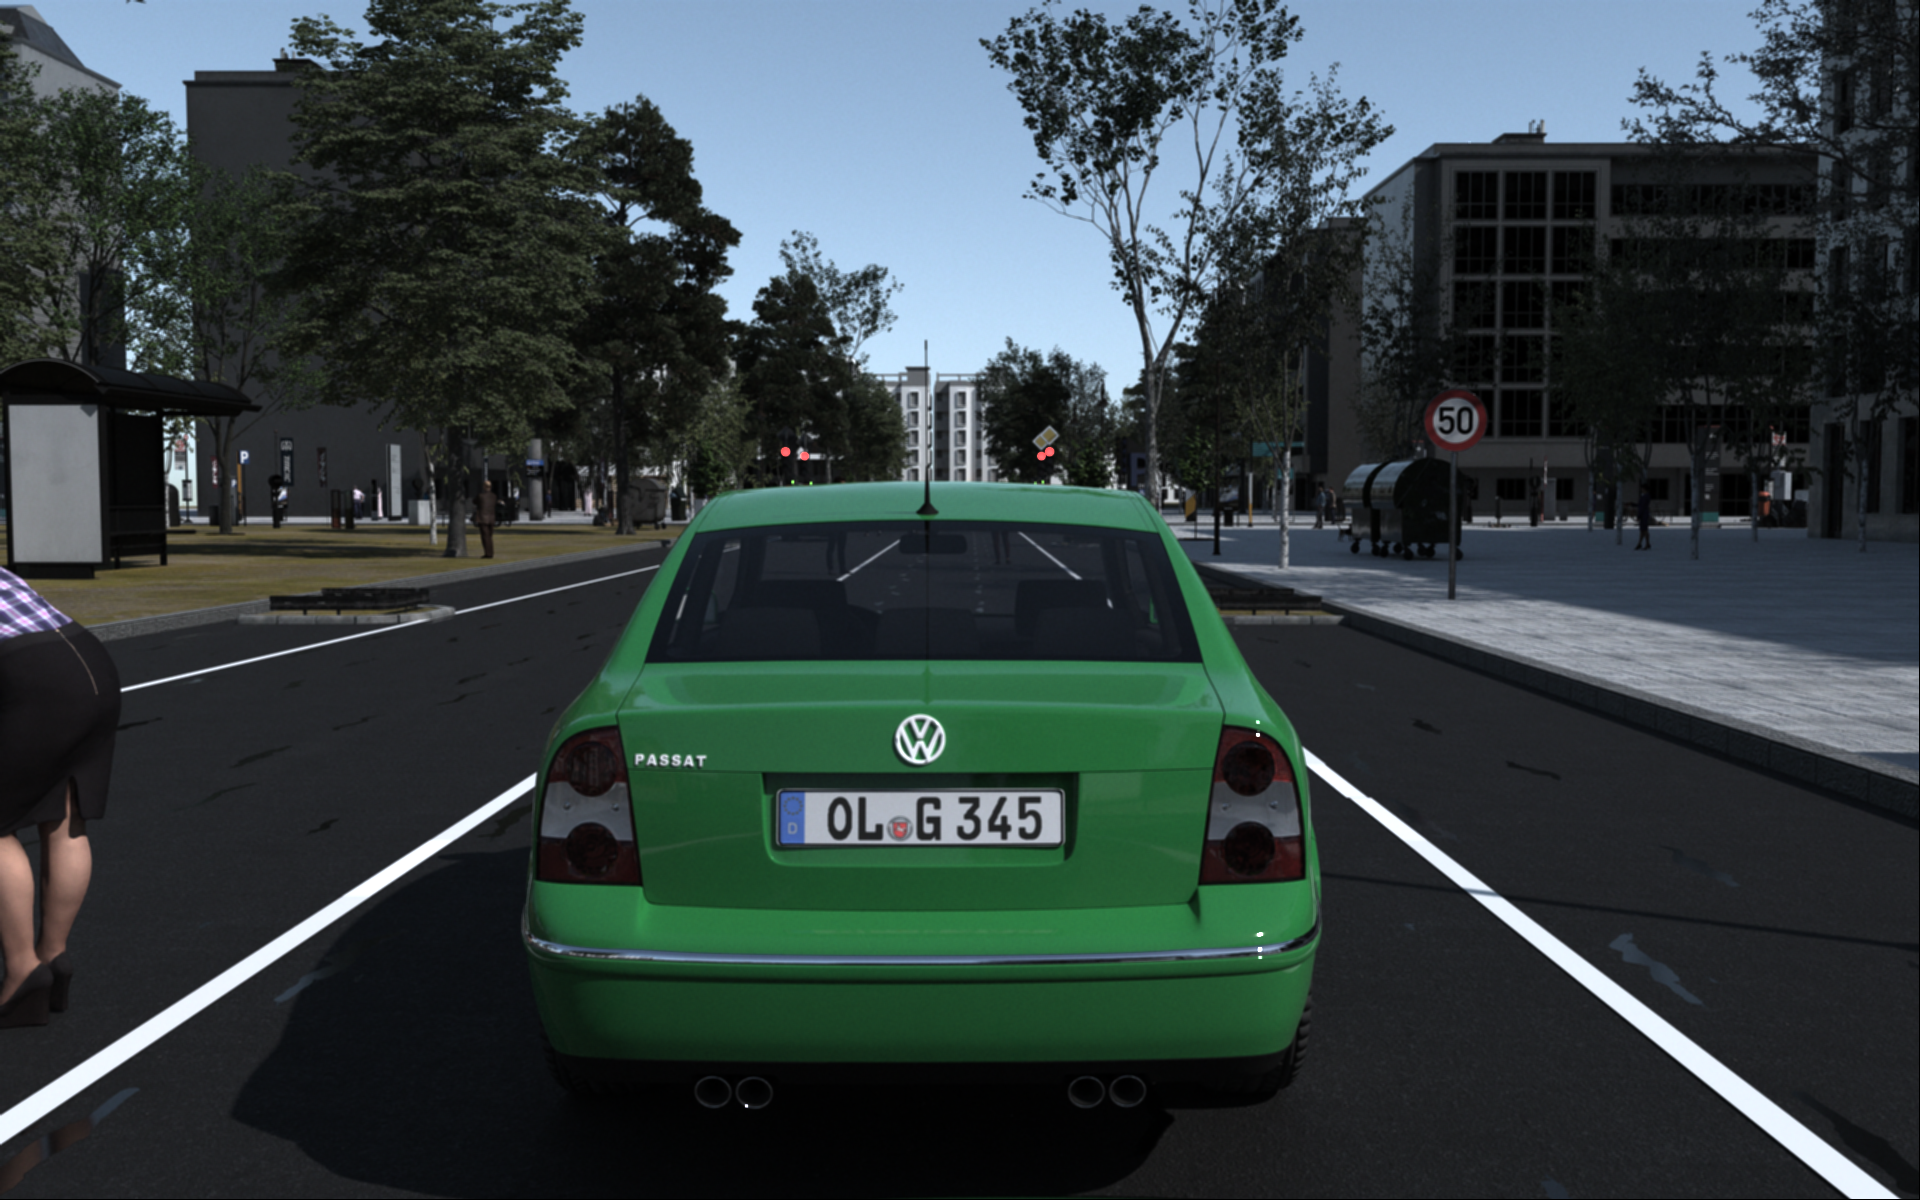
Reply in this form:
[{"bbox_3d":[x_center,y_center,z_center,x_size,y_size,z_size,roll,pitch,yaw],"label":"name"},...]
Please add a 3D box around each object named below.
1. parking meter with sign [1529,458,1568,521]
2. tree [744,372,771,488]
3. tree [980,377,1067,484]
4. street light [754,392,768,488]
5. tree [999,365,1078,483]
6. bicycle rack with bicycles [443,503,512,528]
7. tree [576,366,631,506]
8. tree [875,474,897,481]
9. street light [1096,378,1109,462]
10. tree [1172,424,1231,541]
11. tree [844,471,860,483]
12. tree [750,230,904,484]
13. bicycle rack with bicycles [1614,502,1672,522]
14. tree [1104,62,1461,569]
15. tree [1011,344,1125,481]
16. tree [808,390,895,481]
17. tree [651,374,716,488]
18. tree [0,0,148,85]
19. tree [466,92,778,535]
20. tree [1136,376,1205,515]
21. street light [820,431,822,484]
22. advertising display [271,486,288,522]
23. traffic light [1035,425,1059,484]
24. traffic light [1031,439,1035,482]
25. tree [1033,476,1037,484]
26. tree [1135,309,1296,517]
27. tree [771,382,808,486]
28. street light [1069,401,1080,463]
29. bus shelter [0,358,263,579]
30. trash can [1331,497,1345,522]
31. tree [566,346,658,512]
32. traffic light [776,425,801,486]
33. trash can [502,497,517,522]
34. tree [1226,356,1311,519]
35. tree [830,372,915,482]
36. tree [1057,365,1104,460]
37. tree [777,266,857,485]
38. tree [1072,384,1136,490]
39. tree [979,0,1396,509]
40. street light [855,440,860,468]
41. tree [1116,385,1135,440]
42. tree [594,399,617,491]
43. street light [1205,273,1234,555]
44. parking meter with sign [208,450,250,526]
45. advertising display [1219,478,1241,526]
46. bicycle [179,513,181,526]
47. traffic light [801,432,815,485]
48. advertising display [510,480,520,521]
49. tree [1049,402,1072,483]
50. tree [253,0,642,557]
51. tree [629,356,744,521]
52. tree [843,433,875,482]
[{"bbox_3d":[28.269,-5.315,83.164,1.738,3.016,0.543,1,4,17],"label":"parking meter with sign"},{"bbox_3d":[-12.595,-8.469,88.834,4.737,8.622,4.395,0,3,0],"label":"tree"},{"bbox_3d":[6.983,-17.241,188.545,9.857,13.997,8.962,0,3,0],"label":"tree"},{"bbox_3d":[-9.014,-6.481,78.760,0.468,5.910,1.993,0,4,0],"label":"street light"},{"bbox_3d":[6.760,-13.730,146.534,6.751,12.117,7.091,0,3,0],"label":"tree"},{"bbox_3d":[-18.593,-3.302,67.372,2.852,0.926,2.925,2,4,33],"label":"bicycle rack with bicycles"},{"bbox_3d":[-19.936,-8.976,97.121,4.360,8.622,3.978,0,3,0],"label":"tree"},{"bbox_3d":[-9.485,-14.385,218.915,4.285,4.588,4.351,0,3,0],"label":"tree"},{"bbox_3d":[5.658,-5.877,68.876,0.468,5.910,1.993,0,4,0],"label":"street light"},{"bbox_3d":[6.687,-3.270,48.069,1.663,3.219,1.824,0,3,0],"label":"tree"},{"bbox_3d":[-8.995,-8.919,140.432,1.663,3.219,1.824,0,3,0],"label":"tree"},{"bbox_3d":[-11.112,-16.593,127.179,12.611,20.169,13.585,0,3,0],"label":"tree"},{"bbox_3d":[30.913,-4.016,79.039,2.925,0.926,2.852,-2,4,-29],"label":"bicycle rack with bicycles"},{"bbox_3d":[5.437,-4.856,29.763,4.360,8.622,3.978,0,3,0],"label":"tree"},{"bbox_3d":[6.686,-10.645,108.459,7.601,10.594,8.767,-1,4,-8],"label":"tree"},{"bbox_3d":[-9.208,-13.219,150.541,8.767,10.594,7.601,-3,5,-45],"label":"tree"},{"bbox_3d":[-16.427,-9.256,101.691,4.360,8.622,3.978,0,3,0],"label":"tree"},{"bbox_3d":[-9.745,-6.221,12.077,12.009,13.543,11.850,0,3,0],"label":"tree"},{"bbox_3d":[-10.862,-8.999,54.553,7.806,13.903,7.818,0,3,0],"label":"tree"},{"bbox_3d":[13.581,-9.555,106.583,4.737,8.622,4.395,0,3,0],"label":"tree"},{"bbox_3d":[-8.884,-8.470,111.274,0.468,5.910,1.993,0,4,0],"label":"street light"},{"bbox_3d":[-31.554,-4.592,80.298,0.123,1.923,0.974,1,4,19],"label":"advertising display"},{"bbox_3d":[3.579,-4.929,69.832,0.839,4.213,0.868,0,4,0],"label":"traffic light"},{"bbox_3d":[3.627,-5.417,77.817,0.839,4.213,0.868,0,4,0],"label":"traffic light"},{"bbox_3d":[8.311,-11.214,133.718,4.737,8.622,4.395,0,3,0],"label":"tree"},{"bbox_3d":[14.682,-10.811,98.813,6.751,12.117,7.091,0,3,0],"label":"tree"},{"bbox_3d":[-10.892,-9.421,104.397,4.737,8.622,4.395,0,3,0],"label":"tree"},{"bbox_3d":[5.716,-6.959,86.563,0.468,5.910,1.993,0,4,0],"label":"street light"},{"bbox_3d":[-13.586,-2.115,28.510,2.014,3.302,5.546,0,4,0],"label":"bus shelter"},{"bbox_3d":[17.109,-4.079,78.345,0.748,1.137,0.748,0,3,0],"label":"trash can"},{"bbox_3d":[-22.198,-11.378,108.088,6.751,12.117,7.091,0,3,0],"label":"tree"},{"bbox_3d":[-6.982,-4.932,69.880,0.839,4.213,0.868,0,4,0],"label":"traffic light"},{"bbox_3d":[-21.007,-4.224,80.708,0.748,1.137,0.748,0,3,0],"label":"trash can"},{"bbox_3d":[16.022,-8.516,89.591,4.737,8.622,4.395,0,3,0],"label":"tree"},{"bbox_3d":[-8.287,-14.871,161.273,7.486,12.596,7.792,0,3,0],"label":"tree"},{"bbox_3d":[7.416,-9.012,97.714,4.360,8.622,3.978,0,3,0],"label":"tree"},{"bbox_3d":[-9.391,-11.493,95.337,7.806,13.903,7.818,0,3,0],"label":"tree"},{"bbox_3d":[10.744,-10.181,116.819,4.737,8.622,4.395,0,3,0],"label":"tree"},{"bbox_3d":[7.309,-12.325,57.410,12.611,20.169,13.585,0,3,0],"label":"tree"},{"bbox_3d":[-8.581,-10.485,144.219,0.468,5.910,1.993,0,4,0],"label":"street light"},{"bbox_3d":[15.704,-13.328,139.974,6.751,12.117,7.091,0,3,0],"label":"tree"},{"bbox_3d":[-24.406,-10.782,126.644,4.737,8.622,4.395,0,3,0],"label":"tree"},{"bbox_3d":[5.415,-3.888,36.362,0.468,5.910,1.993,0,4,0],"label":"street light"},{"bbox_3d":[-29.322,-4.472,69.373,1.738,3.016,0.543,1,4,20],"label":"parking meter with sign"},{"bbox_3d":[10.690,-3.894,68.876,0.974,1.923,0.123,3,4,38],"label":"advertising display"},{"bbox_3d":[-31.293,-3.416,69.069,0.635,0.972,1.543,-3,4,-37],"label":"bicycle"},{"bbox_3d":[-6.934,-5.420,77.865,0.839,4.213,0.868,0,4,0],"label":"traffic light"},{"bbox_3d":[-21.177,-4.723,82.440,0.123,1.923,0.974,0,4,3],"label":"advertising display"},{"bbox_3d":[9.261,-10.891,128.423,4.737,8.622,4.395,0,3,0],"label":"tree"},{"bbox_3d":[-10.502,-7.186,35.616,7.486,12.596,7.792,0,3,0],"label":"tree"},{"bbox_3d":[-12.543,-7.883,79.252,4.737,8.622,4.395,0,3,0],"label":"tree"},{"bbox_3d":[-9.738,-13.701,174.367,4.737,8.622,4.395,0,3,0],"label":"tree"}]
